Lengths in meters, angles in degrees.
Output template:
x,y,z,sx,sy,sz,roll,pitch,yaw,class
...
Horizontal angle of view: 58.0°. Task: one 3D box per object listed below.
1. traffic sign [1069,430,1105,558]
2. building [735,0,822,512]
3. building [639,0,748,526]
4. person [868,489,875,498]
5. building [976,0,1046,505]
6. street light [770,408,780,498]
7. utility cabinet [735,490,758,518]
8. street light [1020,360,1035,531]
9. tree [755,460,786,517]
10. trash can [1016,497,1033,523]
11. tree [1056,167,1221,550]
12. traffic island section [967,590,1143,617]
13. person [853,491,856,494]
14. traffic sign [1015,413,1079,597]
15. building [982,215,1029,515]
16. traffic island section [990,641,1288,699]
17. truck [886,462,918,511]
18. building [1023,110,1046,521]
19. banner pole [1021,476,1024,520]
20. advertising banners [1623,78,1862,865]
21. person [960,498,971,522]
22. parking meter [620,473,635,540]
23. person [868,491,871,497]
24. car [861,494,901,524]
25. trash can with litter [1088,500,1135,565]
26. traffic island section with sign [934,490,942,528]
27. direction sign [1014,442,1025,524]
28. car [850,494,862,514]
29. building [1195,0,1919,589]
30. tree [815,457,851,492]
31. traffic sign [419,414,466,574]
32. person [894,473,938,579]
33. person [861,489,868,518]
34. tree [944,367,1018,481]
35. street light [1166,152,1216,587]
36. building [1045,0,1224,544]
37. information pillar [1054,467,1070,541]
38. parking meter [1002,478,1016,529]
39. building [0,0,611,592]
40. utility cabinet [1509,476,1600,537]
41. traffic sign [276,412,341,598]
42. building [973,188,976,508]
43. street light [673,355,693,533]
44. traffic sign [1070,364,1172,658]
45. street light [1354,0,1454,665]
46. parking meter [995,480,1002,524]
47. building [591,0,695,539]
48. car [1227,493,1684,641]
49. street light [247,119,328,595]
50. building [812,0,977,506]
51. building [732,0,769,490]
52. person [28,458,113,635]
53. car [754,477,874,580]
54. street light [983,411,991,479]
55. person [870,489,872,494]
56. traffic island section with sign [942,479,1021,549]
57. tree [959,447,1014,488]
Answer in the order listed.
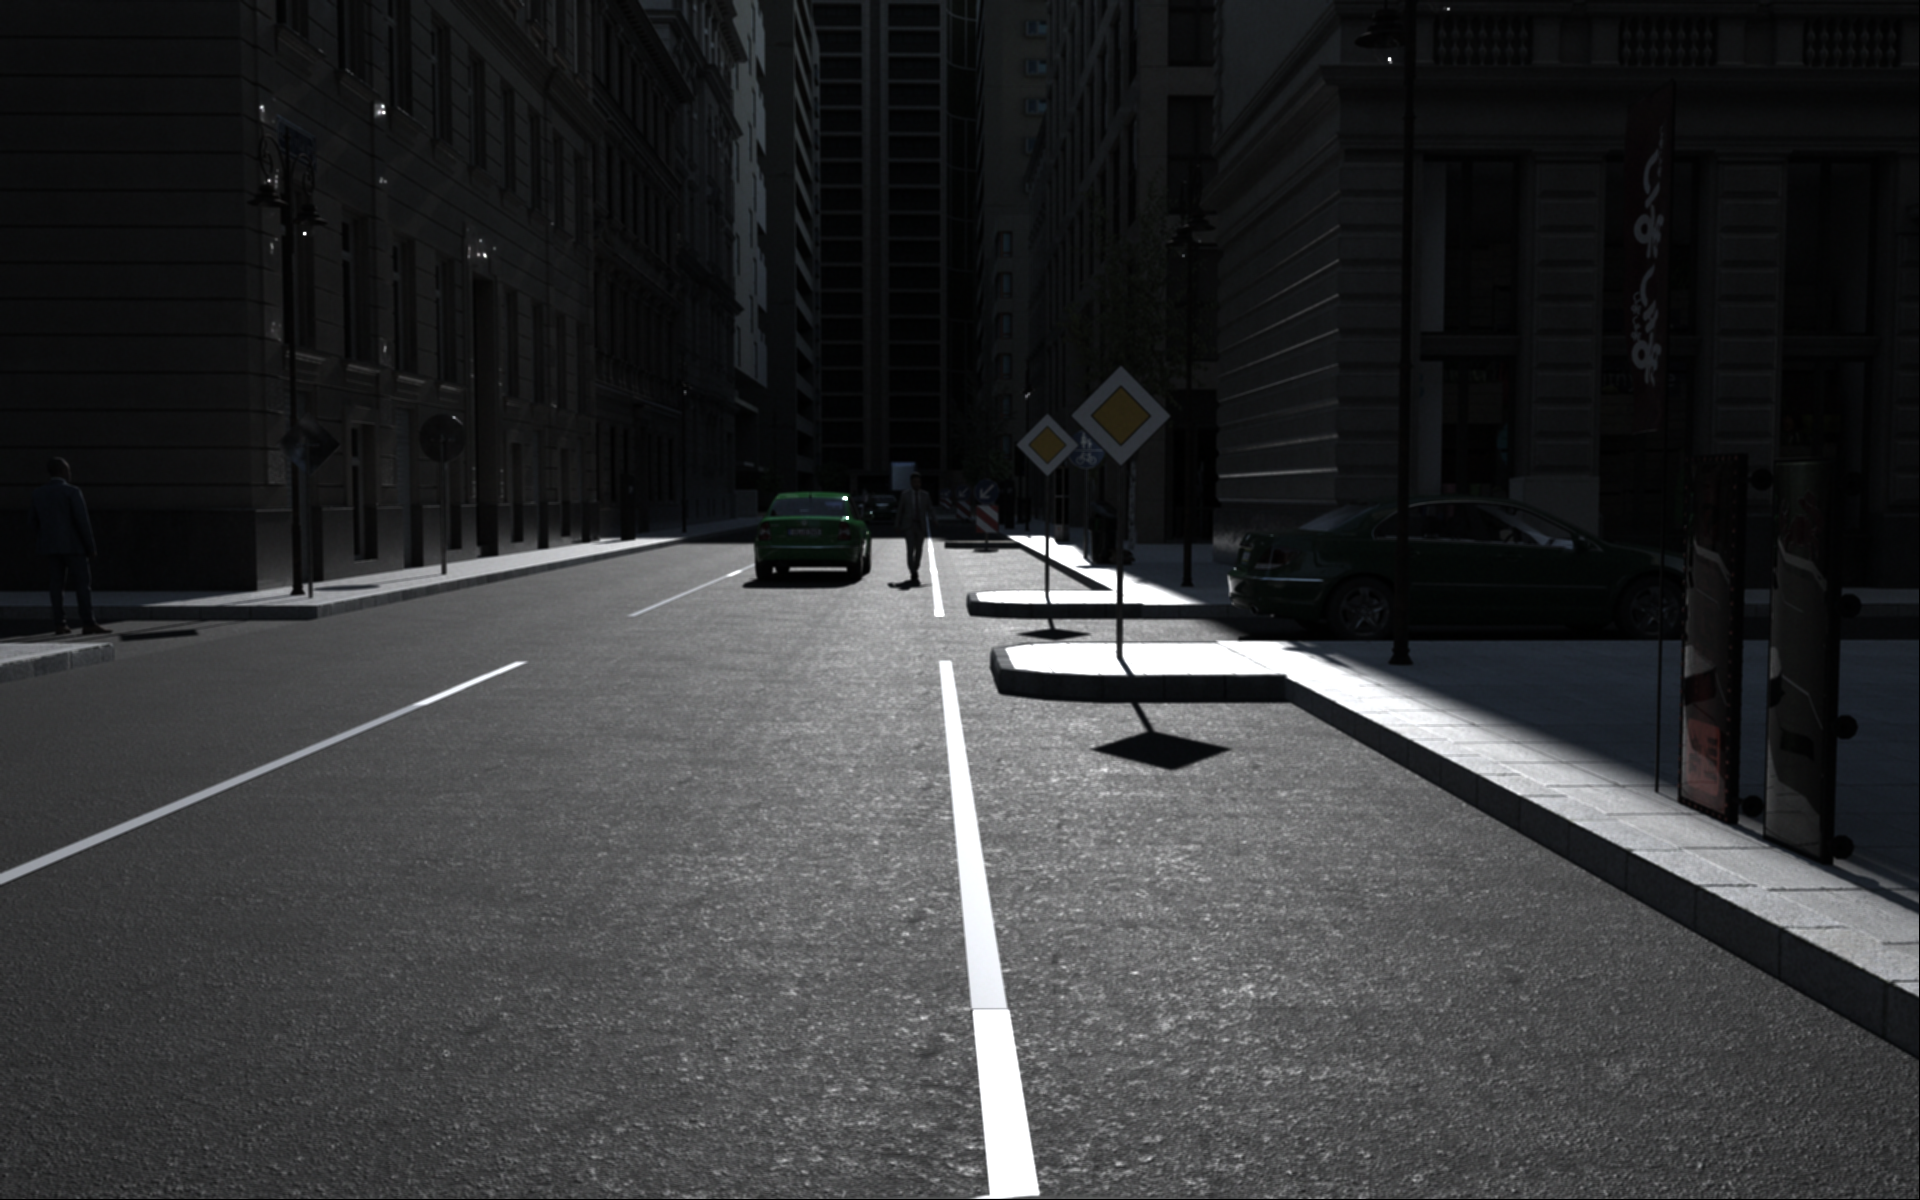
x,y,z,sx,sy,sz,roll,pitch,yaw,class
2.510,-2.105,34.517,0.768,2.556,0.104,0,4,3,traffic sign
-24.034,-32.803,160.031,21.600,48.544,21.300,0,4,-1,building
-17.467,-17.742,77.465,14.401,28.519,23.554,0,4,-1,building
-5.242,-5.770,103.546,1.217,1.736,0.721,3,4,38,person
12.318,-31.975,146.498,21.300,48.544,21.600,0,4,-1,building
-9.955,-7.365,93.213,0.468,5.910,1.993,0,4,-1,street light
-11.518,-5.179,93.361,1.173,1.500,0.318,1,4,12,utility cabinet
2.337,-5.339,60.083,0.468,5.910,1.993,0,4,-1,street light
-10.672,-6.261,96.975,1.663,3.219,1.824,0,3,0,tree
2.877,-4.037,77.656,0.748,1.137,0.748,0,3,0,trash can
4.056,-5.486,40.051,4.737,8.622,4.395,0,3,0,tree
1.104,0.044,21.564,2.009,0.180,2.903,0,4,-1,traffic island section
-8.995,-8.357,145.927,0.721,1.735,1.217,3,4,38,person
1.080,-1.091,21.487,0.795,2.450,0.064,0,4,-1,traffic sign
15.823,-16.950,122.171,27.650,21.520,28.899,0,4,-1,building
1.270,0.532,13.581,2.009,0.180,2.903,0,4,-1,traffic island section
-4.517,-9.117,138.817,2.967,4.110,18.799,0,4,-2,truck
8.550,-14.551,87.057,9.793,20.994,18.267,0,4,-1,building
3.001,-5.838,85.472,0.401,3.779,0.863,0,4,8,banner pole
3.002,-0.652,6.845,0.090,3.025,2.074,0,3,0,advertising banners
0.254,-4.879,88.082,0.655,1.846,0.447,-2,4,-29,person
-9.264,-2.606,48.318,0.255,1.863,0.399,2,4,27,parking meter
-7.932,-8.617,150.095,0.721,1.736,1.217,-2,4,-27,person
-3.733,-4.392,83.607,2.131,1.459,4.920,0,4,-2,car
2.826,-1.245,31.744,0.624,1.170,1.055,-2,4,-33,trash can with litter
0.018,-3.999,74.016,1.989,1.847,2.006,0,4,-1,traffic island section with sign
2.588,-5.075,74.977,0.379,3.537,0.876,2,4,32,direction sign
-6.886,-6.245,111.894,2.009,1.686,4.222,0,4,-1,car
14.118,-12.147,27.486,19.941,23.489,11.050,0,4,-1,building
-11.247,-10.365,153.178,4.285,4.588,4.351,0,3,0,tree
-8.255,-1.684,27.638,0.768,2.556,0.104,0,4,5,traffic sign
-0.750,-1.251,29.229,0.678,1.792,0.850,-1,4,-13,person
-5.460,-5.499,99.075,0.621,1.740,0.551,-1,4,-13,person
1.282,-9.142,99.826,4.360,8.622,3.978,0,3,0,tree
3.158,-3.125,23.881,0.468,5.910,1.993,0,4,-1,street light
13.788,-15.677,60.834,19.350,26.468,34.151,0,4,-1,building
2.767,-2.599,46.982,0.304,2.012,0.304,3,4,38,information pillar
1.854,-3.561,63.929,0.399,1.863,0.255,0,4,1,parking meter
-15.167,-14.480,34.007,12.463,27.353,25.104,0,4,-1,building
7.481,-0.806,21.862,1.173,1.500,0.318,-1,4,-22,utility cabinet
-8.012,-1.081,21.318,0.795,2.450,0.064,0,4,-1,traffic sign
8.230,-24.042,164.789,14.160,30.474,14.107,0,4,-1,building
-9.194,-5.186,57.579,0.468,5.910,1.993,0,4,-1,street light
1.246,-0.603,13.503,0.795,2.450,0.064,0,4,-1,traffic sign
3.326,-2.453,12.893,0.468,5.910,1.993,0,4,-1,street light
1.681,-4.130,73.237,0.255,1.863,0.399,3,5,42,parking meter
-15.128,-11.730,56.417,10.561,19.102,19.286,0,4,-1,building
5.172,-0.341,17.372,4.920,1.459,2.131,0,4,-2,car
-8.446,-3.005,21.914,0.468,5.910,1.993,0,4,-1,street light
-6.143,-45.932,189.238,20.611,71.187,20.563,0,4,-1,building
-30.288,-36.987,193.976,27.495,52.752,28.713,0,4,-1,building
-9.120,-0.550,17.682,0.721,1.800,0.419,0,3,0,person
-2.516,-1.318,30.342,1.959,1.807,4.718,0,4,0,car
1.508,-7.544,96.130,0.468,5.910,1.993,0,4,-1,street light
-8.087,-9.194,158.450,1.348,1.869,0.705,-2,4,-32,person
0.587,-2.316,46.491,1.989,1.847,2.006,0,4,-1,traffic island section with sign
1.634,-7.430,105.199,4.285,4.588,4.351,0,3,0,tree
